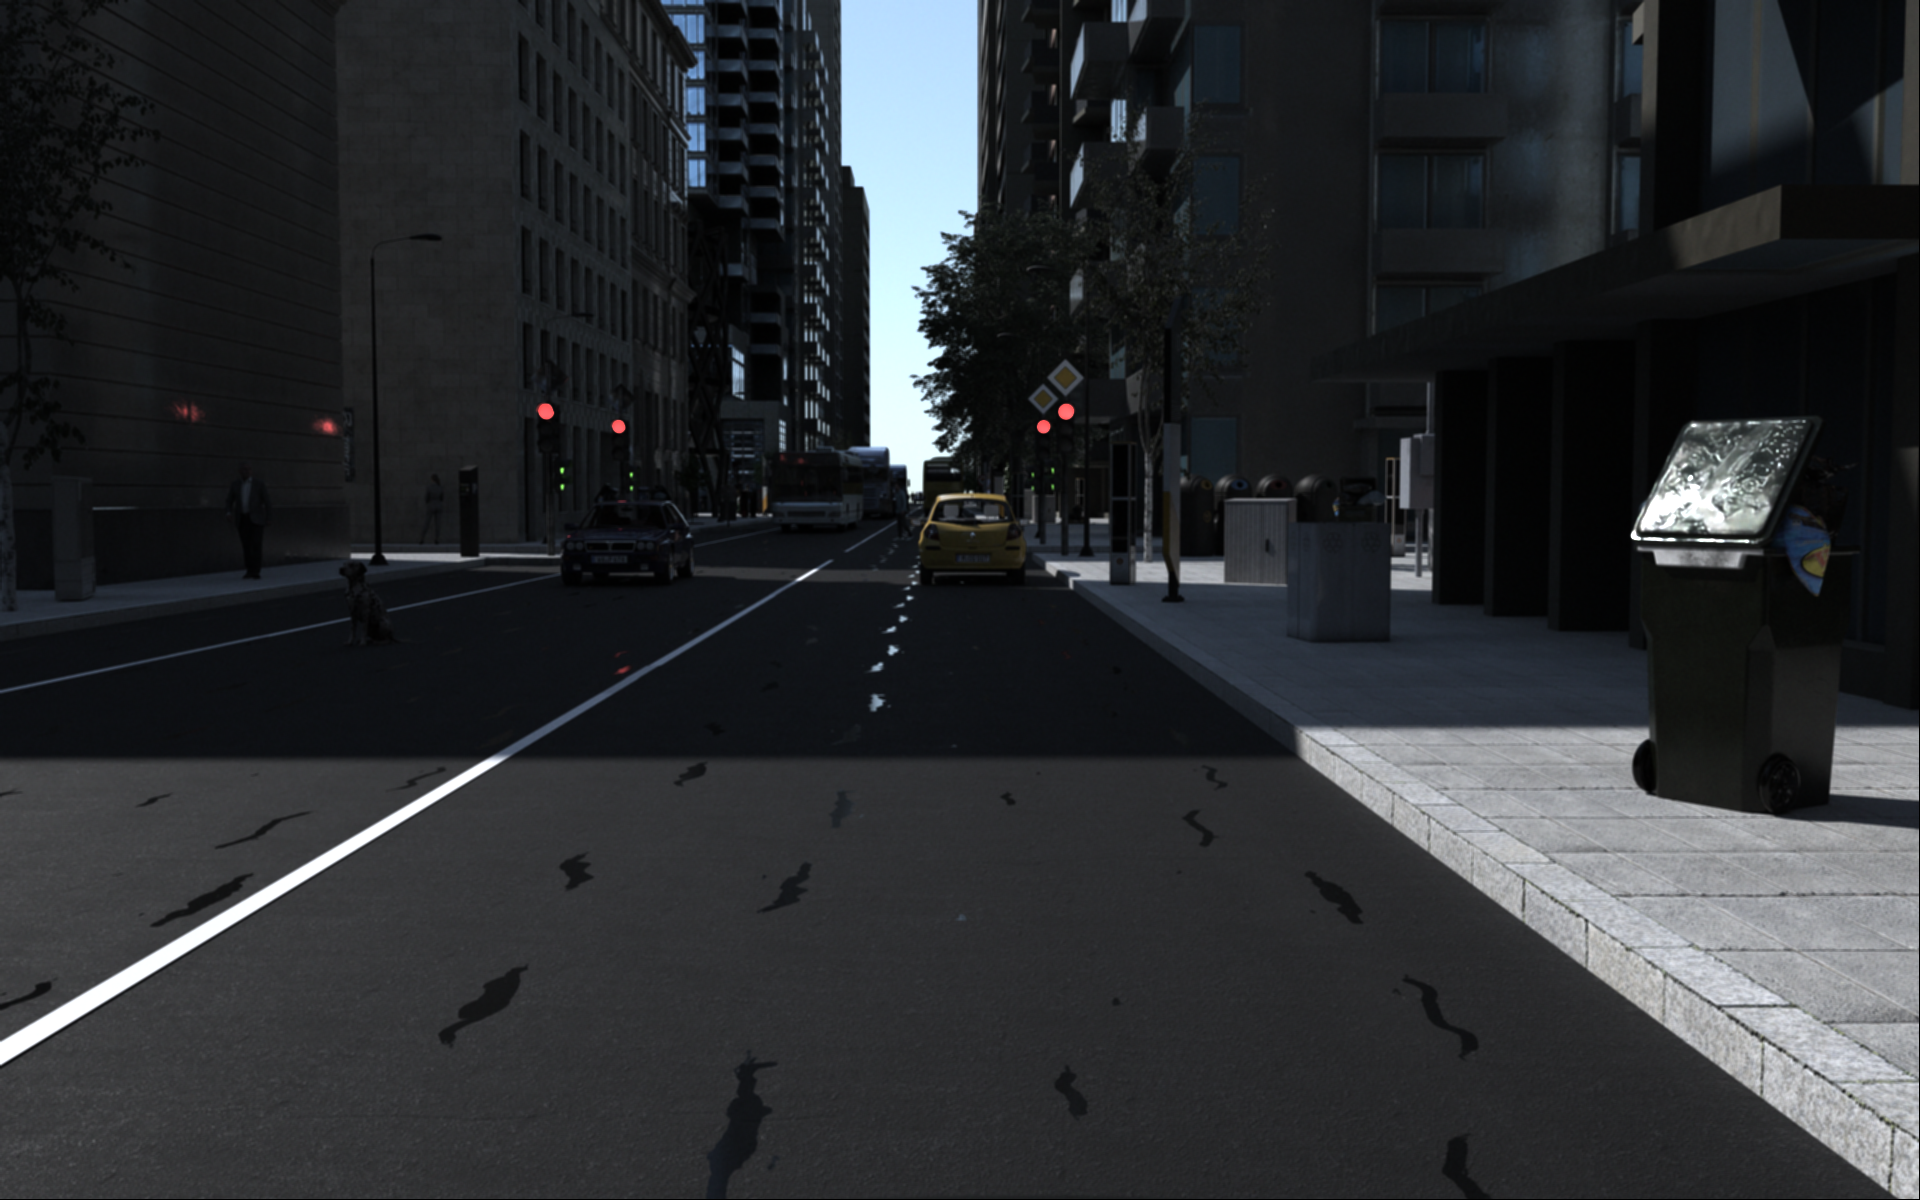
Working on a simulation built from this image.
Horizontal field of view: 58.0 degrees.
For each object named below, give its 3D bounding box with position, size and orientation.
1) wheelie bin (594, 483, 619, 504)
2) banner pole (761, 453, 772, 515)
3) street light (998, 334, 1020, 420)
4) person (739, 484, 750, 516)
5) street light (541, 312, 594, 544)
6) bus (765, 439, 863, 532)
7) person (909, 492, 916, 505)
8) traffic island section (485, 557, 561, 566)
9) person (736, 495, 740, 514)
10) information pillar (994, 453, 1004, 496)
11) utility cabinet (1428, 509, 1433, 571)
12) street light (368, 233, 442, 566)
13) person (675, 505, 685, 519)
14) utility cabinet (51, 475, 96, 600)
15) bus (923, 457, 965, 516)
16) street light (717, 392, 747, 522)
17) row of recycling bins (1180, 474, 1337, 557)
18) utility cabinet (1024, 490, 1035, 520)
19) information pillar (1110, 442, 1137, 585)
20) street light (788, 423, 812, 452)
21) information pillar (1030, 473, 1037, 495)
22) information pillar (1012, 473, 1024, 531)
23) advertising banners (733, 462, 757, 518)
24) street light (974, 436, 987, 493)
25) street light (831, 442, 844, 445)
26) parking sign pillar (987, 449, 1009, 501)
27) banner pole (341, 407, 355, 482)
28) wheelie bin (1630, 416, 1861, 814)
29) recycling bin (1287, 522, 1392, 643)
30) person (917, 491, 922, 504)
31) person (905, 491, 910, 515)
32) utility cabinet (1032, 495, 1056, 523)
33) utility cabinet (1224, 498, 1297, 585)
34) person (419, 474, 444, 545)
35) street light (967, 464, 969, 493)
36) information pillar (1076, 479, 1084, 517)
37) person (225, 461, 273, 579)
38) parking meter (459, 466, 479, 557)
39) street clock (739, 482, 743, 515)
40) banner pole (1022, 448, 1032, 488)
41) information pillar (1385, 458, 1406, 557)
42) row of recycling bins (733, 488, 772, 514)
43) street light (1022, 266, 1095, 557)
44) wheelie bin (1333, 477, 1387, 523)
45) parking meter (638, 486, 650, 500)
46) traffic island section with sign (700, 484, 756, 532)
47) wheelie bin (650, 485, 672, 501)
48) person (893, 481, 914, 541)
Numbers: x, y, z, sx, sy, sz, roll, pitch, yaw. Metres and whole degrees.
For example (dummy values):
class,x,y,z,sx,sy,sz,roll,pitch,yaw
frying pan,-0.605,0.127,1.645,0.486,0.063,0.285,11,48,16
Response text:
class,x,y,z,sx,sy,sz,roll,pitch,yaw
wheelie bin,-10.403,-2.644,51.144,0.693,1.594,0.980,0,4,-1
banner pole,-11.812,-7.109,106.248,0.863,3.779,0.401,-2,4,-29
street light,1.790,-4.756,50.297,1.470,5.913,1.316,0,4,-1
person,-12.351,-5.789,100.473,0.659,1.850,0.755,3,4,38
street light,-10.042,-4.393,44.363,1.470,5.913,1.316,0,4,-1
bus,-5.500,-4.482,68.137,2.948,3.499,13.247,0,4,0
person,-6.453,-13.824,235.078,0.990,1.755,0.434,-1,4,-11
traffic island section,-8.532,-0.843,36.071,2.009,0.180,2.903,0,4,-1
person,-13.973,-6.066,109.472,0.590,1.304,0.306,-3,5,-45
information pillar,1.874,-5.572,82.465,0.504,3.616,0.183,2,4,32
utility cabinet,8.015,-1.050,28.337,0.306,1.237,1.020,-1,4,-12
street light,-9.932,-3.577,31.018,1.470,5.913,1.316,0,4,-1
person,-5.751,-1.350,35.592,0.505,1.210,0.382,2,4,23
utility cabinet,-10.806,-0.763,21.152,0.318,1.500,1.173,-1,4,-19
bus,-1.067,-7.467,113.632,2.896,3.916,12.252,0,4,0
street light,-10.398,-6.506,78.913,1.470,5.913,1.316,0,4,-1
row of recycling bins,6.104,-1.771,36.074,3.534,1.692,1.069,-1,4,-11
utility cabinet,3.074,-4.646,84.634,1.173,1.500,0.318,-2,4,-25
information pillar,2.303,-1.221,24.452,0.304,2.012,0.304,1,4,22
street light,-10.641,-8.608,113.281,1.470,5.913,1.316,0,4,-1
information pillar,4.983,-7.702,117.288,0.504,3.616,0.183,2,4,33
information pillar,2.000,-3.363,59.471,0.304,2.012,0.304,-3,5,-41
advertising banners,-11.690,-5.980,93.963,0.090,3.025,2.074,-3,5,-45
street light,1.565,-6.858,84.664,1.470,5.913,1.316,0,4,-1
street light,-11.154,-11.212,155.860,1.470,5.913,1.316,0,4,-1
parking sign pillar,2.235,-6.901,101.305,1.447,3.967,1.447,-2,4,-30
banner pole,-15.653,-3.282,43.683,0.863,3.779,0.401,-3,5,-40
wheelie bin,3.269,0.039,7.264,0.693,1.594,0.980,-2,4,-31
recycling bin,3.342,-0.168,15.306,0.722,1.027,0.722,-1,4,-8
person,-5.972,-15.482,261.646,1.348,1.822,0.705,-1,4,-14
person,-3.722,-6.773,120.711,0.415,1.643,0.593,1,4,16
utility cabinet,3.726,-4.010,76.722,1.020,1.237,0.306,-1,4,-21
utility cabinet,4.295,-0.835,24.818,1.020,1.237,0.306,3,4,39
person,-13.454,-2.310,44.085,0.573,1.790,0.520,3,4,38
street light,1.106,-9.367,125.689,1.470,5.913,1.316,0,4,-1
information pillar,5.698,-4.748,82.127,0.304,2.012,0.304,-1,4,-20
person,-10.743,-1.206,26.155,0.661,1.777,0.834,-1,4,-18
parking meter,-10.045,-1.818,35.433,0.255,1.863,0.399,1,4,12
street clock,-13.446,-6.215,106.181,0.358,2.002,0.471,0,4,-5
banner pole,2.902,-5.538,80.563,0.863,3.779,0.401,0,4,4
information pillar,8.887,-1.886,35.320,0.304,2.012,0.304,-1,4,-18
row of recycling bins,-13.438,-6.581,114.710,3.534,1.692,1.069,1,4,22
street light,2.065,-3.848,35.464,1.470,5.913,1.316,0,4,-1
wheelie bin,7.243,-1.440,31.449,0.980,1.594,0.693,1,4,20
parking meter,-10.249,-2.922,56.182,0.372,1.533,0.369,0,3,0
traffic island section with sign,-8.838,-3.520,66.175,1.989,1.847,2.006,0,4,-1
wheelie bin,-10.706,-3.293,61.744,0.693,1.594,0.980,-3,4,-37
person,-1.757,-2.748,53.448,0.620,1.820,0.660,-2,4,-27
